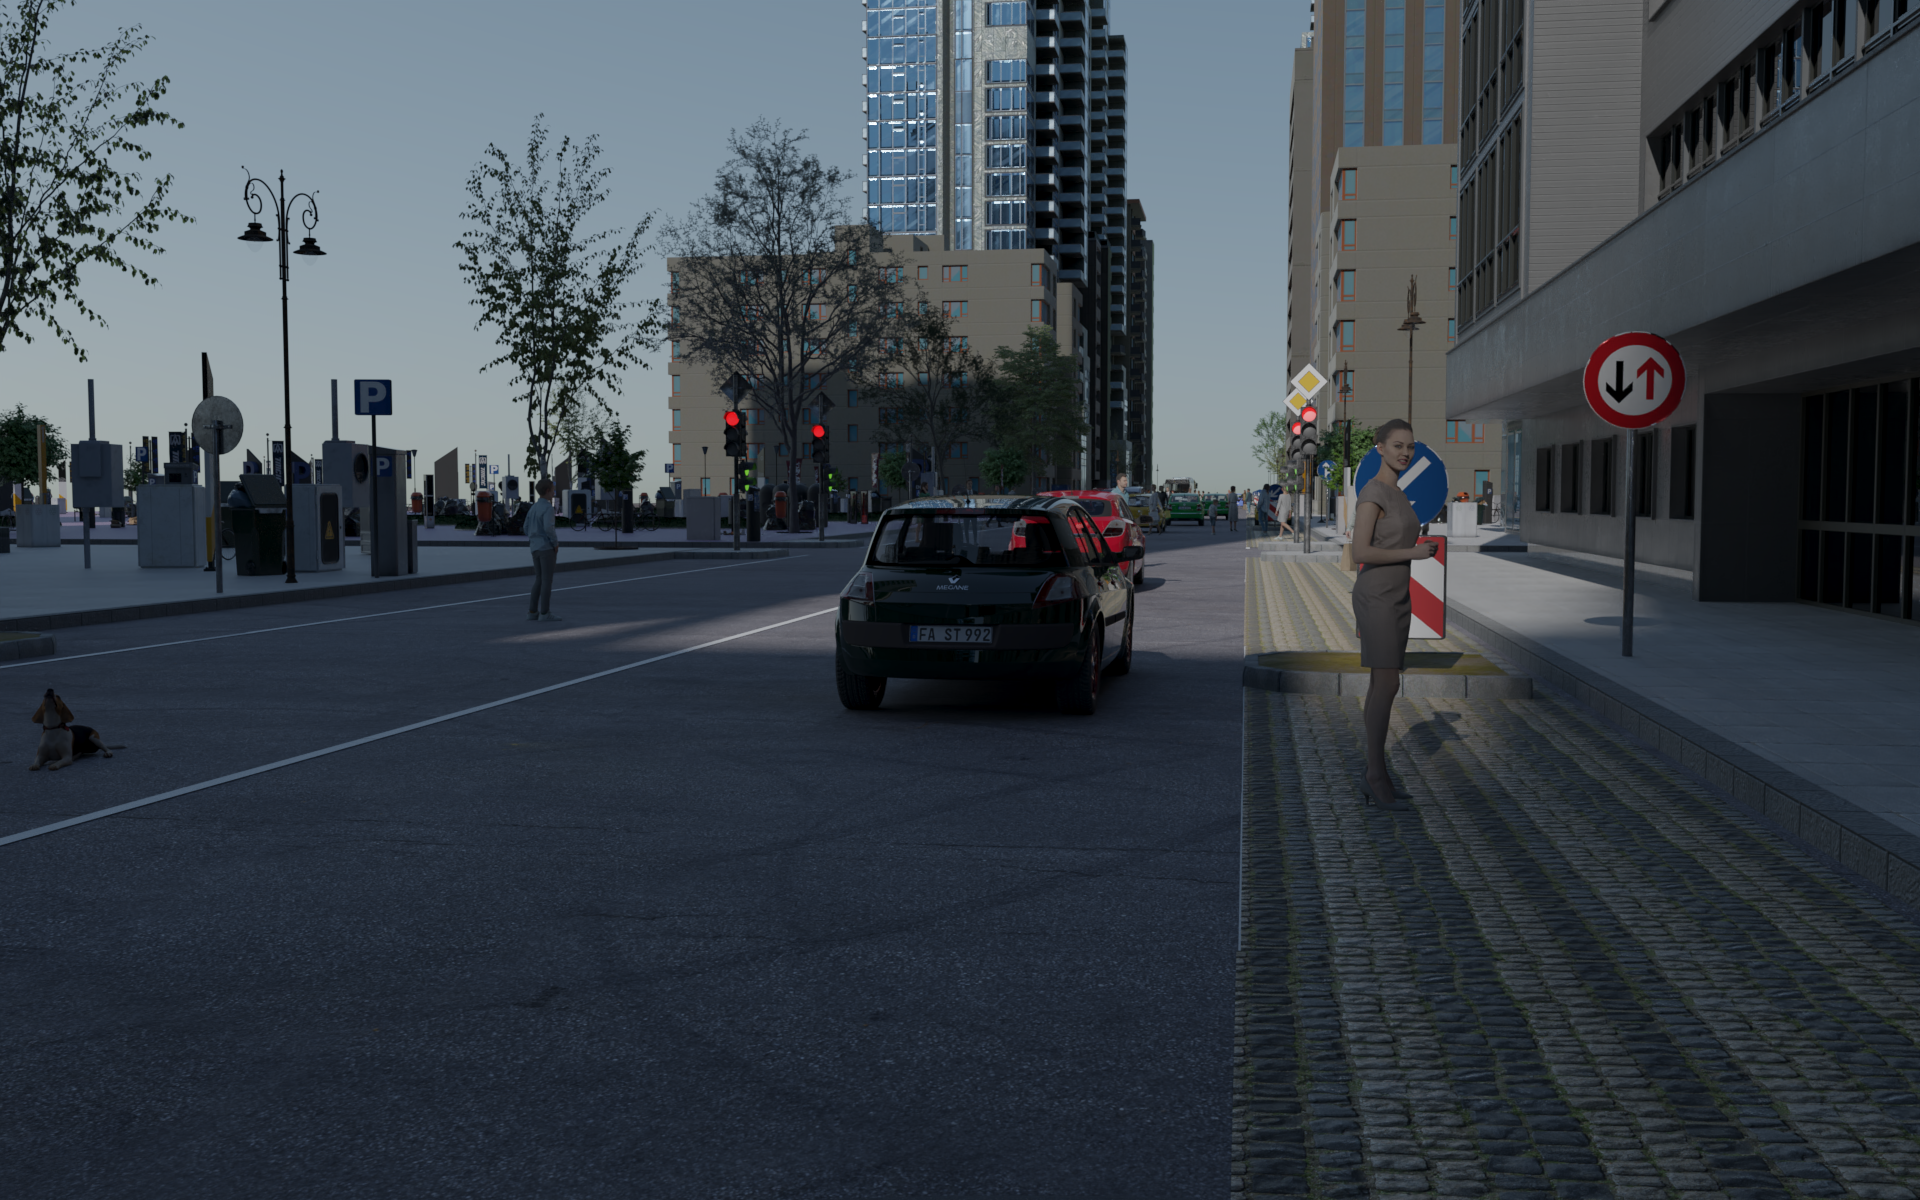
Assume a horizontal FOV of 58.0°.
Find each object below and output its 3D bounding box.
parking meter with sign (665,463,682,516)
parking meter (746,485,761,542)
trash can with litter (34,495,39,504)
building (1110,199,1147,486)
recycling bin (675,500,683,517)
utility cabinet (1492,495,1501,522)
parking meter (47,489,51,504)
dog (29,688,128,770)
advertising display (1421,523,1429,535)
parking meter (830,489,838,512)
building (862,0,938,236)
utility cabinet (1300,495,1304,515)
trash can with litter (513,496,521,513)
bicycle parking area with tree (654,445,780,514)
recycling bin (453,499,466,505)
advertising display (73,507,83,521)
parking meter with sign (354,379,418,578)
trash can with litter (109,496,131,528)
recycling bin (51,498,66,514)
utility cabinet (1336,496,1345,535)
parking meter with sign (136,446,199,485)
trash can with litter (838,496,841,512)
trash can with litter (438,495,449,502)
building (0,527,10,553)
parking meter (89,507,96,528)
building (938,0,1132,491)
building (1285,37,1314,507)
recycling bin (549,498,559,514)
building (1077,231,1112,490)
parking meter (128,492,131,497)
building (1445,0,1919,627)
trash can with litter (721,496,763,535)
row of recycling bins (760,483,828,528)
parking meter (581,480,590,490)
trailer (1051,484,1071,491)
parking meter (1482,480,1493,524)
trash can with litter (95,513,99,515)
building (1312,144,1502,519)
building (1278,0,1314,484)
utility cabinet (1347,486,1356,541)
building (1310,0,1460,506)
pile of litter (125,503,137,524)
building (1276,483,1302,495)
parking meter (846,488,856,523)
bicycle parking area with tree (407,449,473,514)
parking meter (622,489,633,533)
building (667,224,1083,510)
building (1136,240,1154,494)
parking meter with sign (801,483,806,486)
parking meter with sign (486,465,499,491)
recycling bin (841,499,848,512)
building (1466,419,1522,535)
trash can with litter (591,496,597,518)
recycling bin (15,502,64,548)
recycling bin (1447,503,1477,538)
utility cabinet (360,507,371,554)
[{"bbox_3d":[-16.039,-6.205,97.708,0.543,3.016,1.738,-2,4,-33],"label":"parking meter with sign"},{"bbox_3d":[-5.565,-2.340,46.665,0.372,1.533,0.369,0,3,0],"label":"parking meter"},{"bbox_3d":[-59.386,-6.022,109.517,2.233,1.210,1.678,1,4,9],"label":"trash can with litter"},{"bbox_3d":[15.469,-36.498,251.364,22.147,44.769,28.867,1,4,9],"label":"building"},{"bbox_3d":[-12.744,-4.148,80.370,0.722,1.027,0.722,-3,5,-41],"label":"recycling bin"},{"bbox_3d":[25.031,-4.247,80.599,1.020,1.237,0.306,-3,5,-40],"label":"utility cabinet"},{"bbox_3d":[-42.537,-4.420,80.681,0.372,1.533,0.369,0,3,0],"label":"parking meter"},{"bbox_3d":[-4.738,0.663,9.348,0.550,0.427,0.748,3,4,36],"label":"dog"},{"bbox_3d":[8.751,-1.677,32.629,0.123,1.923,0.974,1,4,12],"label":"advertising display"},{"bbox_3d":[-6.231,-4.730,85.750,0.372,1.533,0.369,0,3,0],"label":"parking meter"},{"bbox_3d":[2.061,-52.202,166.178,22.319,86.520,31.000,1,4,9],"label":"building"},{"bbox_3d":[20.960,-5.802,106.028,1.020,1.237,0.306,1,4,14],"label":"utility cabinet"},{"bbox_3d":[-28.167,-6.029,109.960,0.624,1.170,1.055,-1,4,-16],"label":"trash can with litter"},{"bbox_3d":[-13.188,-7.103,103.130,8.231,4.147,9.016,3,5,42],"label":"bicycle parking area with tree"},{"bbox_3d":[-26.961,-4.922,93.026,0.722,1.027,0.722,-2,4,-29],"label":"recycling bin"},{"bbox_3d":[-41.172,-4.655,81.318,0.974,1.923,0.123,0,4,5],"label":"advertising display"},{"bbox_3d":[-8.952,-1.891,27.184,0.543,3.016,1.738,0,4,-3],"label":"parking meter with sign"},{"bbox_3d":[-31.954,-3.328,65.795,0.624,1.170,1.055,-1,4,-18],"label":"trash can with litter"},{"bbox_3d":[-57.357,-5.963,110.048,0.722,1.027,0.722,1,4,18],"label":"recycling bin"},{"bbox_3d":[12.123,-2.687,55.093,0.306,1.237,1.020,1,4,9],"label":"utility cabinet"},{"bbox_3d":[-18.948,-2.806,42.146,1.738,3.016,0.543,0,4,-4],"label":"parking meter with sign"},{"bbox_3d":[-6.149,-4.909,91.316,1.678,1.210,2.233,3,5,40],"label":"trash can with litter"},{"bbox_3d":[-25.679,-4.671,87.422,2.233,1.210,1.678,-1,4,-11],"label":"trash can with litter"},{"bbox_3d":[-33.944,-29.811,29.408,28.212,58.520,21.231,1,4,9],"label":"building"},{"bbox_3d":[-32.654,-3.459,64.966,0.372,1.533,0.369,0,3,0],"label":"parking meter"},{"bbox_3d":[11.230,-55.525,220.505,22.319,86.520,31.000,1,4,9],"label":"building"},{"bbox_3d":[45.113,-34.022,179.955,21.300,48.544,21.600,1,4,9],"label":"building"},{"bbox_3d":[-25.862,-5.942,109.704,0.722,1.027,0.722,1,4,14],"label":"recycling bin"},{"bbox_3d":[8.972,-25.557,189.565,14.160,30.474,14.107,1,4,9],"label":"building"},{"bbox_3d":[-59.026,-7.190,123.269,0.255,1.863,0.399,-1,4,-17],"label":"parking meter"},{"bbox_3d":[14.575,-12.263,19.575,14.314,24.678,30.058,1,4,9],"label":"building"},{"bbox_3d":[-7.110,-2.680,54.867,1.678,1.210,2.233,-1,4,-8],"label":"trash can with litter"},{"bbox_3d":[-6.516,-3.693,67.493,3.534,1.692,1.069,3,5,41],"label":"row of recycling bins"},{"bbox_3d":[-15.591,-4.059,72.073,0.399,1.863,0.255,-1,4,-14],"label":"parking meter"},{"bbox_3d":[6.034,-5.916,103.769,1.471,1.999,3.904,1,4,10],"label":"trailer"},{"bbox_3d":[22.697,-4.208,74.515,0.399,1.863,0.255,-1,4,-21],"label":"parking meter"},{"bbox_3d":[-52.524,-5.717,104.525,1.678,1.210,2.233,-3,5,-39],"label":"trash can with litter"},{"bbox_3d":[34.841,-15.511,98.641,27.650,21.520,28.899,1,4,9],"label":"building"},{"bbox_3d":[54.877,-56.332,233.702,22.319,86.520,31.000,1,4,9],"label":"building"},{"bbox_3d":[10.698,-2.329,46.751,0.318,1.500,1.173,1,4,21],"label":"utility cabinet"},{"bbox_3d":[35.415,-29.879,138.637,14.600,45.320,14.200,1,4,9],"label":"building"},{"bbox_3d":[-35.678,-3.756,75.370,1.176,0.858,1.719,1,4,21],"label":"pile of litter"},{"bbox_3d":[64.330,-34.838,261.485,32.217,40.220,23.993,1,4,9],"label":"building"},{"bbox_3d":[-4.788,-4.163,76.471,0.372,1.533,0.369,0,3,0],"label":"parking meter"},{"bbox_3d":[-36.406,-7.730,113.387,9.016,4.147,8.231,-1,4,-23],"label":"bicycle parking area with tree"},{"bbox_3d":[-10.921,-2.964,56.869,0.372,1.533,0.369,0,3,0],"label":"parking meter"},{"bbox_3d":[-5.373,-17.959,138.671,27.650,21.520,28.899,1,4,9],"label":"building"},{"bbox_3d":[22.967,-35.986,271.962,14.154,41.232,14.086,1,4,9],"label":"building"},{"bbox_3d":[-10.907,-7.494,118.780,1.738,3.016,0.543,-3,4,-36],"label":"parking meter with sign"},{"bbox_3d":[-28.291,-6.620,104.499,0.543,3.016,1.738,-2,4,-28],"label":"parking meter with sign"},{"bbox_3d":[-6.271,-5.092,95.808,0.722,1.027,0.722,-2,4,-33],"label":"recycling bin"},{"bbox_3d":[31.638,-26.508,53.014,30.456,49.044,23.786,1,4,9],"label":"building"},{"bbox_3d":[-19.533,-4.843,90.571,0.624,1.170,1.055,3,4,38],"label":"trash can with litter"},{"bbox_3d":[-22.331,-1.798,41.955,0.722,1.027,0.722,2,4,32],"label":"recycling bin"},{"bbox_3d":[14.919,-2.380,51.467,0.722,1.027,0.722,0,4,2],"label":"recycling bin"},{"bbox_3d":[-12.336,-1.703,36.524,0.318,1.500,1.173,-3,4,-36],"label":"utility cabinet"}]
